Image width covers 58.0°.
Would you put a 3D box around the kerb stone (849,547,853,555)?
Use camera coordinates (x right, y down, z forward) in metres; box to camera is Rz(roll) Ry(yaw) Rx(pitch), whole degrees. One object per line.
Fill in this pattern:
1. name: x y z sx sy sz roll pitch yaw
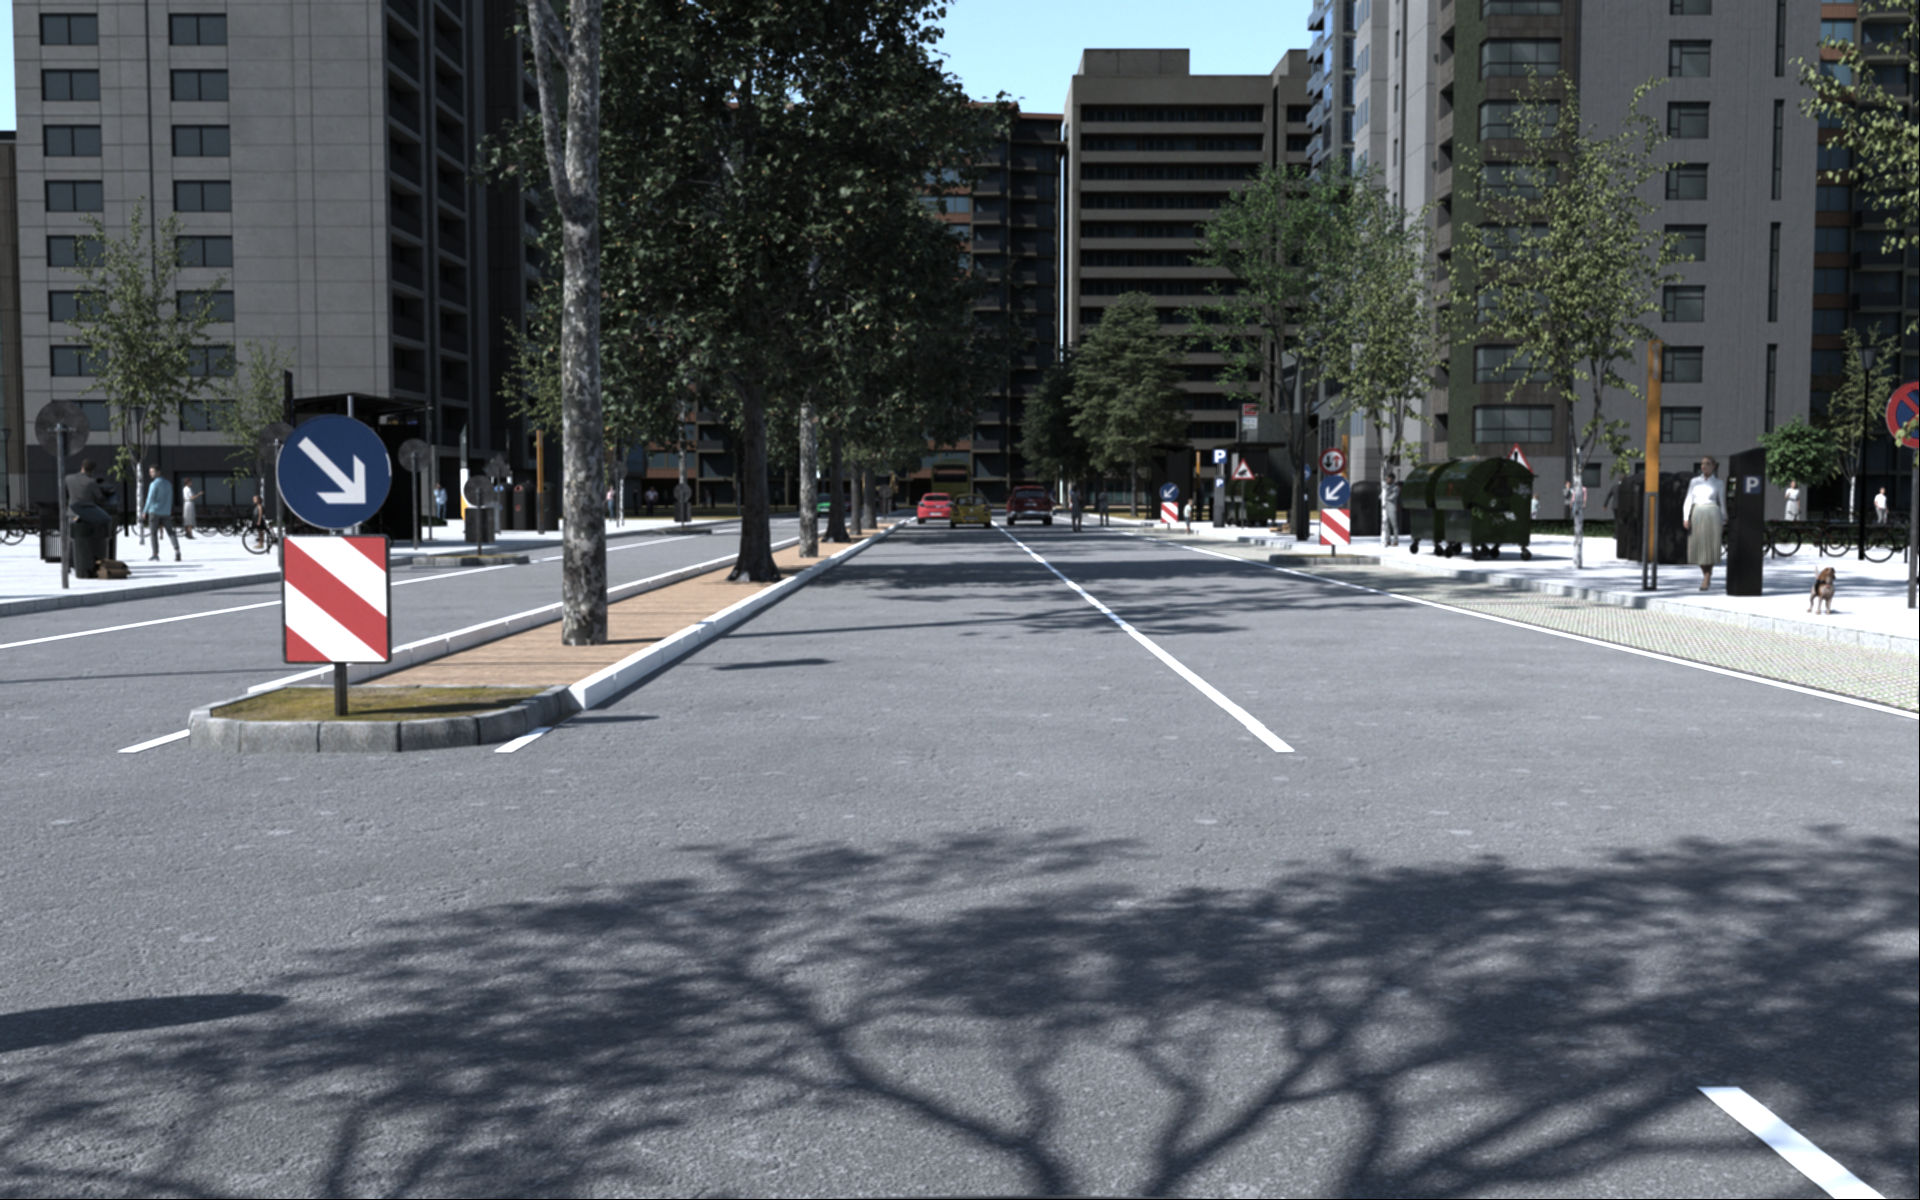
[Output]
1. kerb stone: -2.599 -1.064 39.596 0.120 0.150 1.000 0 3 0

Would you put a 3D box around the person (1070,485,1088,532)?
1. person: 4.539 -3.478 65.724 0.532 1.782 0.716 -3 4 -38

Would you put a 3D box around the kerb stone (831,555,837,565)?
1. kerb stone: -2.593 -0.751 34.478 0.120 0.150 1.000 0 3 0

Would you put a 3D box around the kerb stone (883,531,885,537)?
1. kerb stone: -2.638 -2.124 57.007 0.120 0.150 1.000 0 3 0

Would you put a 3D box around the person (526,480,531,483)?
1. person: -16.488 -3.674 66.208 0.635 1.810 0.391 1 4 21

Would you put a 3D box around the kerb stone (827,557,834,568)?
1. kerb stone: -2.584 -0.688 33.448 0.120 0.150 1.000 0 3 0

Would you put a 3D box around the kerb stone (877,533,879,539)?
1. kerb stone: -2.629 -1.879 52.912 0.120 0.150 1.000 0 3 0

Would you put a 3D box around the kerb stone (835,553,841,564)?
1. kerb stone: -2.583 -0.814 35.500 0.120 0.150 1.000 0 3 0

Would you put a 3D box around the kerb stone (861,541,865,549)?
1. kerb stone: -2.607 -1.375 44.710 0.120 0.150 1.000 0 3 0

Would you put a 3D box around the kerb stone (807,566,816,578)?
1. kerb stone: -2.586 -0.437 29.351 0.120 0.150 1.000 0 3 0

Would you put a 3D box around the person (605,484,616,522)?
1. person: -15.971 -4.451 79.414 0.643 1.750 0.593 -3 5 -43

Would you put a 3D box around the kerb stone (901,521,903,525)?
1. kerb stone: -2.673 -3.256 75.440 0.120 0.150 1.000 0 3 0

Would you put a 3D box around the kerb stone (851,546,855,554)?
1. kerb stone: -2.601 -1.127 40.619 0.120 0.150 1.000 0 3 0

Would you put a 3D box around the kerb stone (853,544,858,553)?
1. kerb stone: -2.602 -1.189 41.641 0.120 0.150 1.000 0 3 0

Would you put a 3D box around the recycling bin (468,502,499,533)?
1. recycling bin: -15.574 -2.695 56.621 0.722 1.027 0.722 2 4 25

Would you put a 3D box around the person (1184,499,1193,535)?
1. person: 8.018 -2.912 60.790 0.352 1.250 0.332 1 4 13

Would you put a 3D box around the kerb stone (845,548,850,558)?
1. kerb stone: -2.593 -1.002 38.570 0.120 0.150 1.000 0 3 0

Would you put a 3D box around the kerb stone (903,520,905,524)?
1. kerb stone: -2.685 -3.443 78.526 0.120 0.150 1.000 0 3 0

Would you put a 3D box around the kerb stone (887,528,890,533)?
1. kerb stone: -2.647 -2.379 61.098 0.120 0.150 1.000 0 3 0

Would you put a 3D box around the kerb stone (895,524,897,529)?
1. kerb stone: -2.663 -2.818 68.272 0.120 0.150 1.000 0 3 0

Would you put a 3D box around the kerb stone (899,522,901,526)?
1. kerb stone: -2.675 -3.131 73.393 0.120 0.150 1.000 0 3 0

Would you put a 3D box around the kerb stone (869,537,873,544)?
1. kerb stone: -2.621 -1.628 48.812 0.120 0.150 1.000 0 3 0

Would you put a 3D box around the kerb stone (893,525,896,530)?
1. kerb stone: -2.653 -2.756 67.250 0.120 0.150 1.000 0 3 0

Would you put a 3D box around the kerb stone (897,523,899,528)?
1. kerb stone: -2.661 -2.944 70.323 0.120 0.150 1.000 0 3 0

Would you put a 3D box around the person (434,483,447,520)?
1. person: -23.803 -4.473 79.444 0.793 1.790 0.793 1 4 16

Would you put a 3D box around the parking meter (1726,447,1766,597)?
1. parking meter: 9.857 -0.981 21.751 0.399 1.863 0.255 0 4 -3

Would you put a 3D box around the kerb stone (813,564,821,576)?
1. kerb stone: -2.584 -0.497 30.373 0.120 0.150 1.000 0 3 0

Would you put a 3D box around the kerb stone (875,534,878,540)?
1. kerb stone: -2.629 -1.816 51.883 0.120 0.150 1.000 0 3 0

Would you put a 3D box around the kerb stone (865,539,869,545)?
1. kerb stone: -2.612 -1.503 46.768 0.120 0.150 1.000 0 3 0

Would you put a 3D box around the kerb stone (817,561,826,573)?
1. kerb stone: -2.577 -0.563 31.396 0.120 0.150 1.000 0 3 0

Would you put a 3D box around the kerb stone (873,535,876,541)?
1. kerb stone: -2.627 -1.753 50.861 0.120 0.150 1.000 0 3 0

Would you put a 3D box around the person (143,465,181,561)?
1. person: -15.245 -1.660 33.048 0.748 1.841 0.638 2 4 33

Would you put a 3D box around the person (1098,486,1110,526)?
1. person: 6.557 -4.292 78.861 0.511 1.800 0.466 0 4 2

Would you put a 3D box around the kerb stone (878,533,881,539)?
1. kerb stone: -2.631 -1.941 53.934 0.120 0.150 1.000 0 3 0

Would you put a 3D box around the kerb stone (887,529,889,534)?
1. kerb stone: -2.638 -2.317 60.074 0.120 0.150 1.000 0 3 0

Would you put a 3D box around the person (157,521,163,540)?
1. person: -22.624 -2.329 48.793 0.362 1.253 0.373 -3 5 -40

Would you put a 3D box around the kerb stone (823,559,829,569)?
1. kerb stone: -2.591 -0.625 32.420 0.120 0.150 1.000 0 3 0

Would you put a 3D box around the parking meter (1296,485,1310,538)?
1. parking meter: 9.978 -2.564 50.341 0.372 1.533 0.369 0 3 0

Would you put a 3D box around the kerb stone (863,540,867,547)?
1. kerb stone: -2.605 -1.440 45.742 0.120 0.150 1.000 0 3 0

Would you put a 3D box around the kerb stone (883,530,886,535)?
1. kerb stone: -2.639 -2.191 58.029 0.120 0.150 1.000 0 3 0

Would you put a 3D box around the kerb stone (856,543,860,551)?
1. kerb stone: -2.608 -1.250 42.665 0.120 0.150 1.000 0 3 0

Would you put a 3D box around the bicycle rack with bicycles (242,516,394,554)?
1. bicycle rack with bicycles: -13.940 -1.511 38.080 2.925 0.926 2.852 0 4 -7

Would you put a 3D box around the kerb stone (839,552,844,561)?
1. kerb stone: -2.599 -0.876 36.522 0.120 0.150 1.000 0 3 0

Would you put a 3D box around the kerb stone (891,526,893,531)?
1. kerb stone: -2.657 -2.568 64.180 0.120 0.150 1.000 0 3 0

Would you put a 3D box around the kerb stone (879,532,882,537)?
1. kerb stone: -2.634 -2.004 54.960 0.120 0.150 1.000 0 3 0

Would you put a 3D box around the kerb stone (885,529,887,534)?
1. kerb stone: -2.639 -2.254 59.052 0.120 0.150 1.000 0 3 0

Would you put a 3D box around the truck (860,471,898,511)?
1. truck: -6.893 -9.416 149.872 3.469 3.379 9.791 0 4 1

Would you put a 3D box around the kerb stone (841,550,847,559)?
1. kerb stone: -2.590 -0.935 37.548 0.120 0.150 1.000 0 3 0

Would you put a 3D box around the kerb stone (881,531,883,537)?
1. kerb stone: -2.639 -2.067 55.985 0.120 0.150 1.000 0 3 0

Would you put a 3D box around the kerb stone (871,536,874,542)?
1. kerb stone: -2.622 -1.687 49.837 0.120 0.150 1.000 0 3 0

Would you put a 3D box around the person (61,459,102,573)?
1. person: -14.284 -1.363 28.140 0.655 1.846 0.447 -1 4 -11

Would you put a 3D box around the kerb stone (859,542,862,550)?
1. kerb stone: -2.611 -1.314 43.687 0.120 0.150 1.000 0 3 0

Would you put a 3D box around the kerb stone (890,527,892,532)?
1. kerb stone: -2.650 -2.503 63.151 0.120 0.150 1.000 0 3 0

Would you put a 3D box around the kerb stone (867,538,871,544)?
1. kerb stone: -2.619 -1.565 47.790 0.120 0.150 1.000 0 3 0
